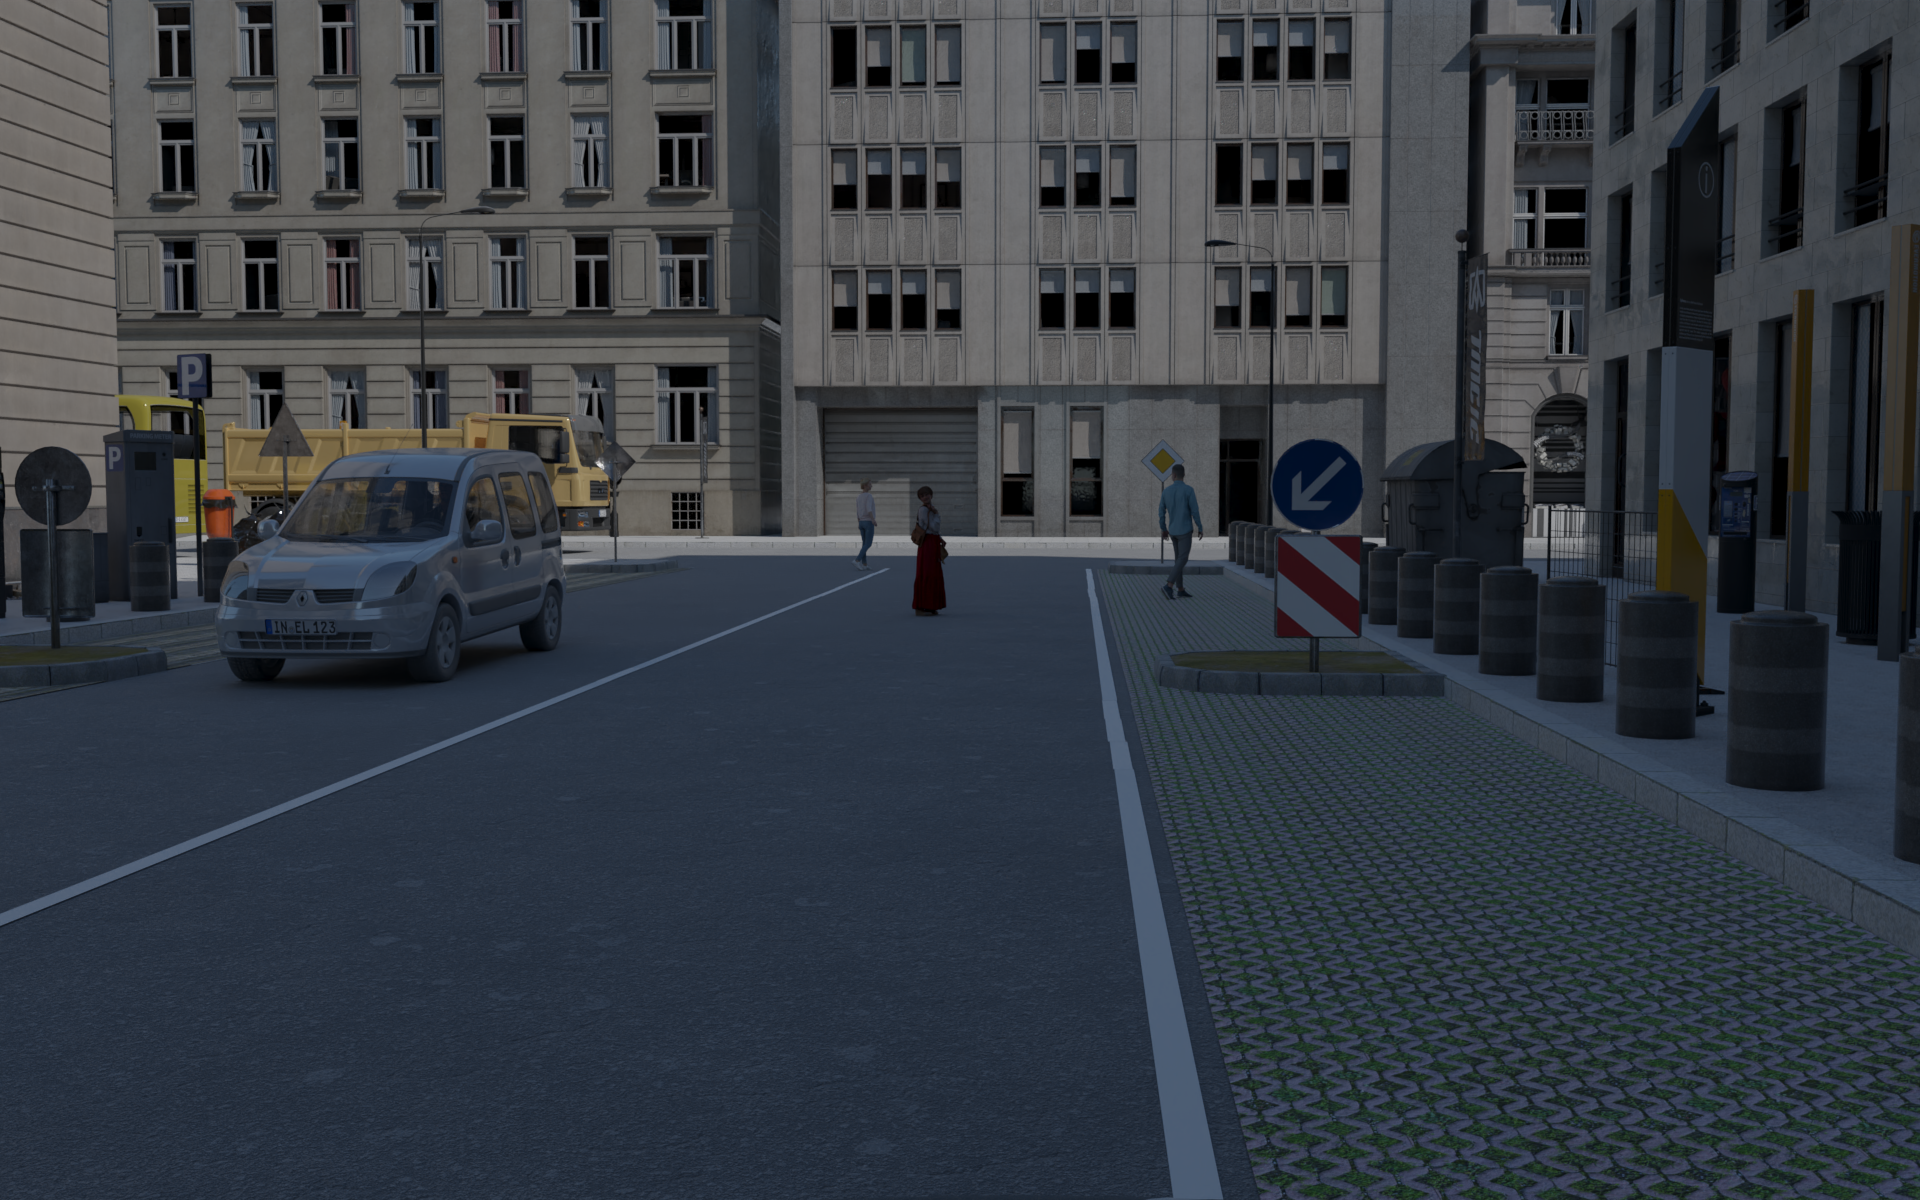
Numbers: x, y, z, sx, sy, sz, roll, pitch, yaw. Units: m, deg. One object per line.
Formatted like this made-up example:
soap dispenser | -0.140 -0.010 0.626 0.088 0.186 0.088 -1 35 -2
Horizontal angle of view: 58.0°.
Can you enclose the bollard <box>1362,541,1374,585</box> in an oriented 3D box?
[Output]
bollard | 4.346 -0.242 18.673 0.404 0.777 0.398 0 3 0

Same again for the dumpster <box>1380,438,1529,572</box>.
dumpster | 5.276 -0.781 18.535 1.264 1.857 1.865 0 4 4

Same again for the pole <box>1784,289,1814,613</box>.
pole | 8.423 -1.440 17.389 0.158 3.312 0.155 0 3 0

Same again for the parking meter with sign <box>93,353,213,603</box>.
parking meter with sign | -9.919 -1.507 20.899 0.543 3.016 1.738 2 4 29

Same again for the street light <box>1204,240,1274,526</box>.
street light | 5.160 -3.622 31.756 1.470 5.913 1.316 0 4 4

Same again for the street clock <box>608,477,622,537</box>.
street clock | -10.276 -2.867 51.447 0.358 2.002 0.471 2 4 34

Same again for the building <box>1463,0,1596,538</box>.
building | 26.969 -13.027 54.795 24.055 21.916 13.314 0 4 4

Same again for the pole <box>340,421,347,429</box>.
pole | -17.195 -3.336 48.380 0.158 3.312 0.155 0 3 0

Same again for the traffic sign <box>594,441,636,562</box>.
traffic sign | -6.491 -1.771 32.606 0.795 2.450 0.064 0 4 4

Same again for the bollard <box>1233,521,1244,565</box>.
bollard | 5.191 -1.013 31.273 0.404 0.777 0.398 0 3 0

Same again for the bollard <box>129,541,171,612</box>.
bollard | -8.913 -0.265 19.056 0.404 0.777 0.398 0 3 0

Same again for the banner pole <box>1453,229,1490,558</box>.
banner pole | 4.769 -1.605 16.252 0.401 3.779 0.863 0 4 -5

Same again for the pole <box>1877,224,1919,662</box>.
pole | 7.183 -1.186 13.236 0.158 3.312 0.155 0 3 0

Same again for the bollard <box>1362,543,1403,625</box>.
bollard | 4.240 -0.146 17.105 0.404 0.777 0.398 0 3 0

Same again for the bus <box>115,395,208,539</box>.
bus | -23.245 -2.878 38.605 12.252 3.916 2.896 0 4 5

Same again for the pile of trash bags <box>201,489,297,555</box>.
pile of trash bags | -12.842 -1.380 32.323 1.912 1.369 3.447 1 4 15

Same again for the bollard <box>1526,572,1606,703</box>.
bollard | 3.814 0.239 10.809 0.404 0.777 0.398 0 3 0

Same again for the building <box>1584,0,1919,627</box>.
building | 14.477 -9.987 18.039 10.420 20.320 16.860 0 4 4

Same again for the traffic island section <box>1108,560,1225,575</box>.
traffic island section | 3.753 -0.593 31.977 2.009 0.180 2.903 0 4 4

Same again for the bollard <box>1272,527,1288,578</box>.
bollard | 4.768 -0.627 24.961 0.404 0.777 0.398 0 3 0

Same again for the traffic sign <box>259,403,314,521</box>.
traffic sign | -9.594 -1.507 24.647 0.884 2.594 0.081 1 4 14

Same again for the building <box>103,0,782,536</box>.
building | -19.764 -13.876 60.160 30.059 22.955 16.112 0 4 4

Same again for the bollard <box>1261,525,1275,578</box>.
bollard | 4.874 -0.723 26.544 0.404 0.777 0.398 0 3 0

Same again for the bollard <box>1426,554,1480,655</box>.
bollard | 4.025 0.047 13.955 0.404 0.777 0.398 0 3 0

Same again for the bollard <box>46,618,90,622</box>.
bollard | -9.014 -0.169 17.484 0.404 0.777 0.398 0 3 0

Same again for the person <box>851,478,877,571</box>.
person | -1.795 -1.422 32.413 0.731 1.740 0.598 3 5 43

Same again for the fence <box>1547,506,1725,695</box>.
fence | 4.564 -0.058 12.150 0.480 1.192 2.264 0 4 -5

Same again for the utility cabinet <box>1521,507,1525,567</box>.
utility cabinet | 7.908 -0.861 25.235 0.306 1.237 1.020 3 4 36

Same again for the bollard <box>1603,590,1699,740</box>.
bollard | 3.708 0.336 9.217 0.404 0.777 0.398 0 3 0

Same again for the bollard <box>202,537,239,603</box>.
bollard | -8.803 -0.362 20.634 0.404 0.777 0.398 0 3 0

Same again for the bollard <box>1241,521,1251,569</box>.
bollard | 5.086 -0.916 29.701 0.404 0.777 0.398 0 3 0

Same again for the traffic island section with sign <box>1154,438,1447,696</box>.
traffic island section with sign | 2.502 -0.278 13.177 1.989 1.847 2.006 0 4 4

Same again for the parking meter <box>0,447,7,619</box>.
parking meter | -10.028 -0.736 17.748 0.399 1.863 0.255 0 4 6

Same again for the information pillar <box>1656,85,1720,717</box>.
information pillar | 4.163 -1.135 9.908 0.504 3.616 0.183 -3 5 -43

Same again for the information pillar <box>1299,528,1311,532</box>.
information pillar | 9.855 -2.749 49.435 0.304 2.012 0.304 0 4 -2

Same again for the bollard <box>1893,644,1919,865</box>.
bollard | 3.499 0.530 6.055 0.404 0.777 0.398 0 3 0

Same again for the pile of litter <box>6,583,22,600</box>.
pile of litter | -12.177 -0.453 21.369 1.719 0.858 1.176 3 5 40

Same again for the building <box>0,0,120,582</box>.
building | -26.097 -13.792 22.766 25.104 27.353 12.463 0 4 4

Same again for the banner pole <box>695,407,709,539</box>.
banner pole | -7.355 -3.651 49.705 0.401 3.779 0.863 -2 4 -24

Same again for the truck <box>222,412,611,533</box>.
truck | -12.739 -2.840 42.357 9.791 3.379 3.469 0 4 5

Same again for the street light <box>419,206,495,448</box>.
street light | -8.199 -3.402 28.163 1.470 5.913 1.316 0 4 4

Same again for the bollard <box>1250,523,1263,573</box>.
bollard | 4.982 -0.821 28.132 0.404 0.777 0.398 0 3 0

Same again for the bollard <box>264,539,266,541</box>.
bollard | -8.698 -0.458 22.202 0.404 0.777 0.398 0 3 0

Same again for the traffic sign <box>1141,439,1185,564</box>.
traffic sign | 3.729 -1.728 31.902 0.795 2.450 0.064 0 4 4

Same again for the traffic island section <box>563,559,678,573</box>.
traffic island section | -6.515 -0.635 32.670 2.009 0.180 2.903 0 4 4

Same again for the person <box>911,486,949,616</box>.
person | -0.365 -0.577 20.397 0.387 1.526 0.523 1 4 18

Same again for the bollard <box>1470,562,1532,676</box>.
bollard | 3.920 0.143 12.378 0.404 0.777 0.398 0 3 0

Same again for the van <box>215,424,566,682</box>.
van | -4.632 -0.460 14.534 2.013 2.044 4.112 0 4 4

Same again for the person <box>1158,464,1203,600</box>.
person | 2.935 -0.932 23.602 0.748 1.841 0.638 -3 4 -38

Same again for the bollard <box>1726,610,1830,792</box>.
bollard | 3.602 0.433 7.637 0.404 0.777 0.398 0 3 0

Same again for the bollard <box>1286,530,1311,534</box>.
bollard | 4.662 -0.531 23.392 0.404 0.777 0.398 0 3 0

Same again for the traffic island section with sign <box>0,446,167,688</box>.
traffic island section with sign | -7.464 -0.306 13.639 1.989 1.847 2.006 0 4 4

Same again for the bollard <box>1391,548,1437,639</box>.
bollard | 4.132 -0.050 15.536 0.404 0.777 0.398 0 3 0

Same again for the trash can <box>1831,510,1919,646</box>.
trash can | 7.845 -0.193 14.806 0.748 1.137 0.748 0 3 0

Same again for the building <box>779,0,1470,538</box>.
building | 5.020 -14.562 56.114 19.932 24.808 12.078 0 4 4

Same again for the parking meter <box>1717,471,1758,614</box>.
parking meter | 8.379 -0.627 18.666 0.372 1.533 0.369 0 3 0

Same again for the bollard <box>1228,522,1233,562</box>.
bollard | 5.296 -1.109 32.842 0.404 0.777 0.398 0 3 0
